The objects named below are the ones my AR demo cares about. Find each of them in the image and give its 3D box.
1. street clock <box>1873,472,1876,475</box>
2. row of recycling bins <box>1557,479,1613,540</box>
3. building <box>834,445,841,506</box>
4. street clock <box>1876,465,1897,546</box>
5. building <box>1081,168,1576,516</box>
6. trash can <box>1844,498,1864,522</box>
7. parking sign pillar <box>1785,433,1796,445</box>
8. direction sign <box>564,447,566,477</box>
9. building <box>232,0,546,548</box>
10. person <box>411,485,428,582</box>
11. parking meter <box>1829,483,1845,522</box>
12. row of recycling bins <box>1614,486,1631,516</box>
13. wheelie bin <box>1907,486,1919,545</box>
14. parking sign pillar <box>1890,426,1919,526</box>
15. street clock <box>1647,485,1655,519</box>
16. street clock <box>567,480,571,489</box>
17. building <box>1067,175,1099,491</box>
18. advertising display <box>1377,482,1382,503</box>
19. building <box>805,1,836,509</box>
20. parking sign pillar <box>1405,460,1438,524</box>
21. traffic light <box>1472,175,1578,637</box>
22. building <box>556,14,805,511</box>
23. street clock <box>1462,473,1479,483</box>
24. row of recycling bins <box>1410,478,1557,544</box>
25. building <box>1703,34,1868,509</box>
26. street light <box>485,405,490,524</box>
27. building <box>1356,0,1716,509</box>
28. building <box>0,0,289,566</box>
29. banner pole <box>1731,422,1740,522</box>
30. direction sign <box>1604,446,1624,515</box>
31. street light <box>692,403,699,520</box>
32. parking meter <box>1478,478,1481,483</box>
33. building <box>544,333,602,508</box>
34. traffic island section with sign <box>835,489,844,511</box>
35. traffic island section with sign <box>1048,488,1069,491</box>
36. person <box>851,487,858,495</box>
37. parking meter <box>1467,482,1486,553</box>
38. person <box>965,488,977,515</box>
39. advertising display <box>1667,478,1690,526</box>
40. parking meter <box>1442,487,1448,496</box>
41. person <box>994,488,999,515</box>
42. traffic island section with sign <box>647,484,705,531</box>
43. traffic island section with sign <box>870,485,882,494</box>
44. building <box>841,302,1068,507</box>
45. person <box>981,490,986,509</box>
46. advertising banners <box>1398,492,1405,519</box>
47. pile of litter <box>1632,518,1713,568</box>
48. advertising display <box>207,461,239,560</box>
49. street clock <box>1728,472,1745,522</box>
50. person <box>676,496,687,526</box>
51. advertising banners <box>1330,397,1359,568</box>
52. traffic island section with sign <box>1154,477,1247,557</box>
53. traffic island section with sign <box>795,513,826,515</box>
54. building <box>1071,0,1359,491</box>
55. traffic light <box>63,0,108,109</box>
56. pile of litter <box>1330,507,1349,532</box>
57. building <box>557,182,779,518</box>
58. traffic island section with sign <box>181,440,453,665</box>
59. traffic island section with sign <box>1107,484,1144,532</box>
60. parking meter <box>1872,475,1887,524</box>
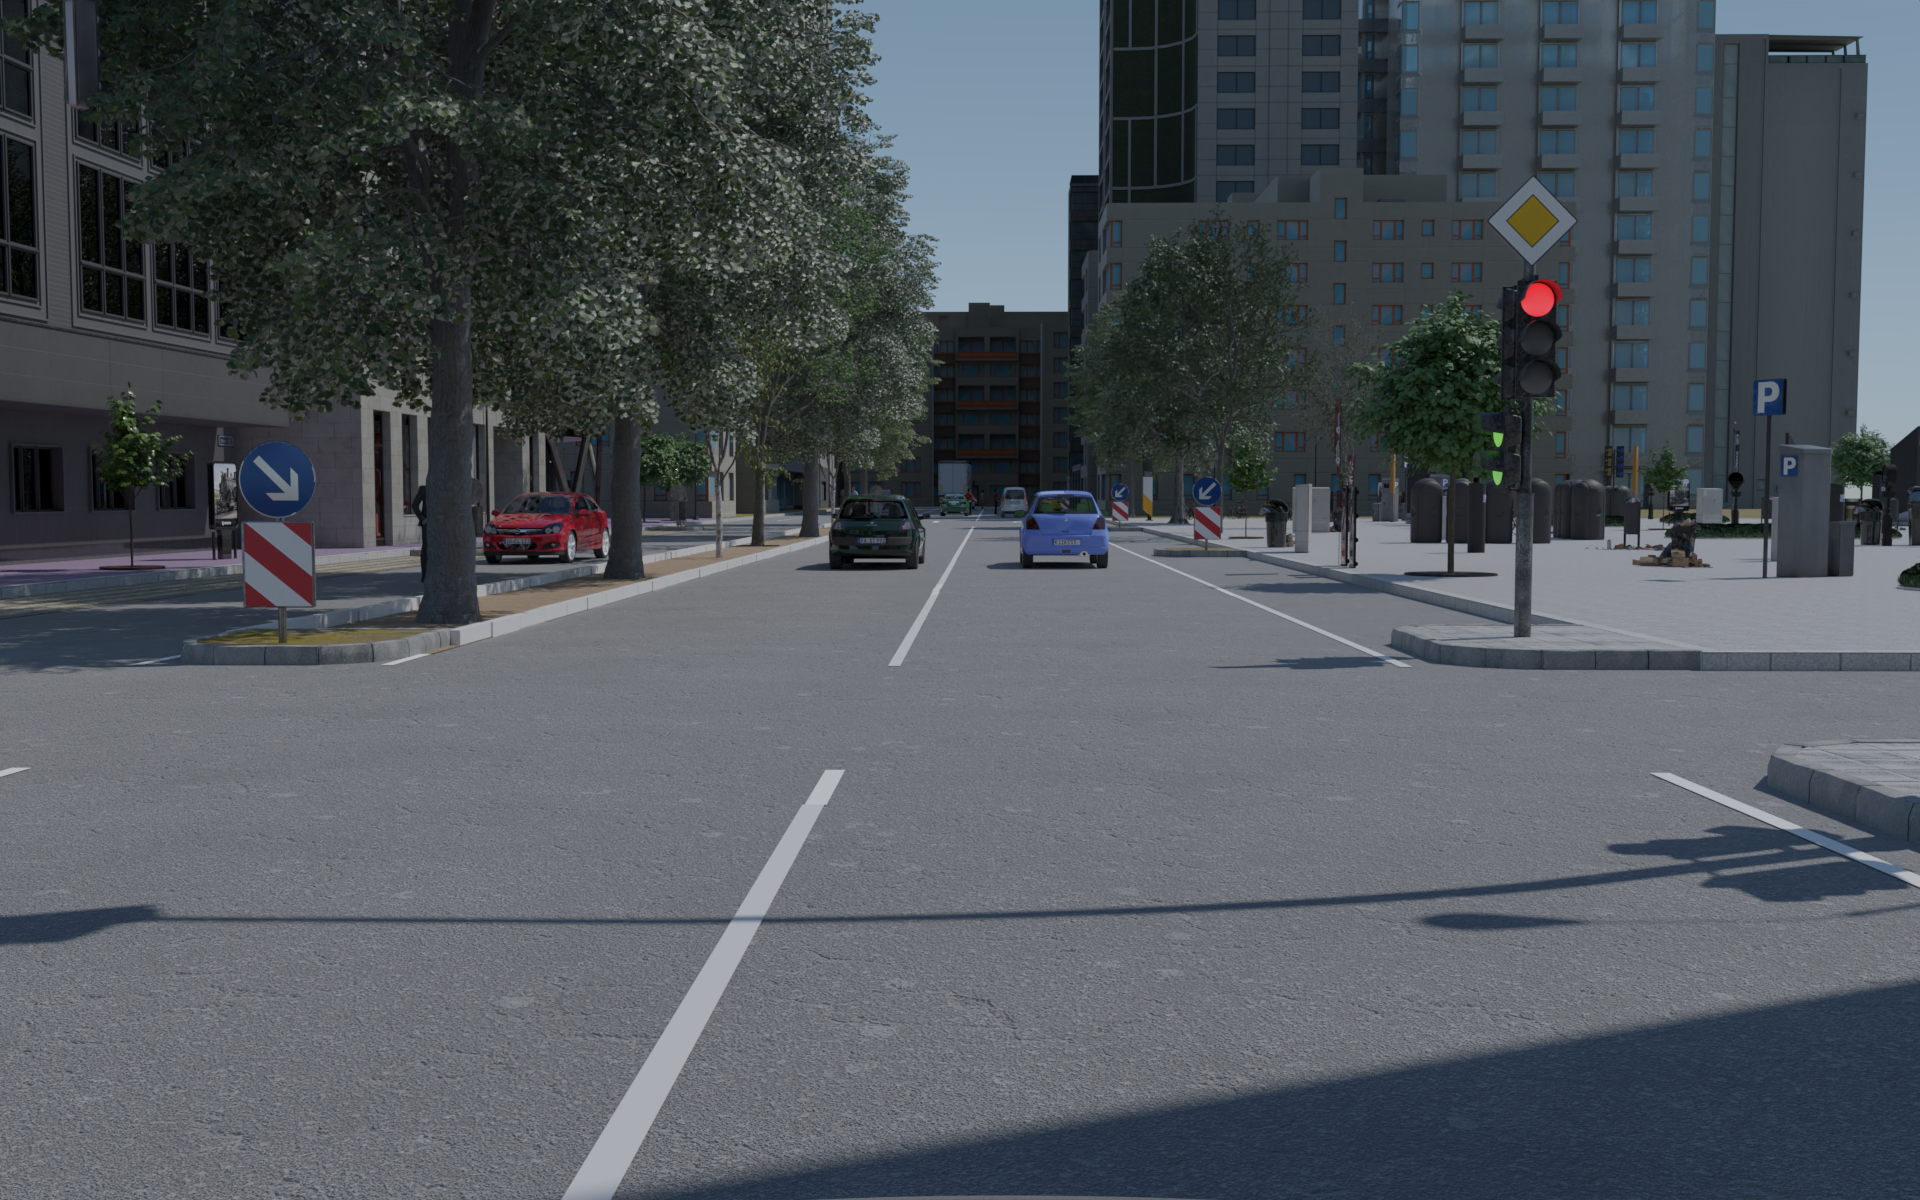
[{"bbox_3d":[28.429,-2.990,53.459,0.358,2.002,0.471,-2,4,-33],"label":"street clock"},{"bbox_3d":[17.751,-2.613,49.829,1.069,1.692,3.534,1,4,9],"label":"row of recycling bins"},{"bbox_3d":[-27.002,-21.026,188.812,28.899,21.520,27.650,0,4,1],"label":"building"},{"bbox_3d":[22.845,-2.328,42.625,0.358,2.002,0.471,1,4,13],"label":"street clock"},{"bbox_3d":[22.806,-16.652,117.298,27.650,21.520,28.899,0,4,1],"label":"building"},{"bbox_3d":[30.070,-2.863,58.458,0.748,1.137,0.748,0,3,0],"label":"trash can"},{"bbox_3d":[36.914,-5.386,76.526,1.447,3.967,1.447,-3,5,-41],"label":"parking sign pillar"},{"bbox_3d":[-19.232,-5.649,84.360,0.379,3.537,0.876,-1,4,-9],"label":"direction sign"},{"bbox_3d":[-19.118,-11.868,48.787,10.420,20.320,16.860,0,4,1],"label":"building"},{"bbox_3d":[-8.576,-1.250,28.299,0.474,1.900,0.648,2,4,32],"label":"person"},{"bbox_3d":[20.637,-1.983,40.838,0.372,1.533,0.369,0,3,0],"label":"parking meter"},{"bbox_3d":[32.337,-4.835,86.168,1.069,1.692,3.534,0,4,-3],"label":"row of recycling bins"},{"bbox_3d":[24.053,-2.164,43.287,0.693,1.594,0.980,1,4,20],"label":"wheelie bin"},{"bbox_3d":[37.848,-4.939,69.230,1.447,3.967,1.447,-1,4,-18],"label":"parking sign pillar"},{"bbox_3d":[35.065,-5.095,87.875,0.471,2.002,0.358,-2,4,-34],"label":"street clock"},{"bbox_3d":[-20.175,-5.177,89.213,0.358,2.002,0.471,-1,4,-20],"label":"street clock"},{"bbox_3d":[16.832,-23.699,159.177,14.160,30.474,14.107,0,4,1],"label":"building"},{"bbox_3d":[21.820,-5.175,89.825,0.123,1.923,0.974,0,4,0],"label":"advertising display"},{"bbox_3d":[-22.485,-43.893,155.895,20.611,71.187,20.563,0,4,1],"label":"building"},{"bbox_3d":[19.965,-5.269,74.613,1.447,3.967,1.447,3,4,38],"label":"parking sign pillar"},{"bbox_3d":[5.037,-1.623,15.456,0.839,4.253,0.868,0,4,1],"label":"traffic light"},{"bbox_3d":[-23.328,-30.973,130.111,21.300,48.544,21.600,0,4,1],"label":"building"},{"bbox_3d":[15.155,-2.867,51.443,0.471,2.002,0.358,-2,4,-31],"label":"street clock"},{"bbox_3d":[13.614,-2.335,45.296,3.534,1.692,1.069,1,4,12],"label":"row of recycling bins"},{"bbox_3d":[71.840,-29.009,157.890,14.086,41.232,14.154,0,4,1],"label":"building"},{"bbox_3d":[-13.282,-4.774,50.592,1.470,5.913,1.316,0,4,1],"label":"street light"},{"bbox_3d":[49.484,-32.639,153.252,30.456,49.044,23.786,0,4,1],"label":"building"},{"bbox_3d":[-22.504,-14.328,27.766,14.314,27.812,24.014,0,4,1],"label":"building"},{"bbox_3d":[26.932,-4.291,60.179,0.401,3.779,0.863,0,4,8],"label":"banner pole"},{"bbox_3d":[30.849,-5.488,81.725,0.876,3.537,0.379,2,4,34],"label":"direction sign"},{"bbox_3d":[-12.543,-6.914,85.578,1.470,5.913,1.316,0,4,1],"label":"street light"},{"bbox_3d":[18.483,-3.456,62.212,0.399,1.863,0.255,2,4,32],"label":"parking meter"},{"bbox_3d":[-22.565,-12.133,65.830,16.820,18.784,16.811,0,4,1],"label":"building"},{"bbox_3d":[-9.648,-8.348,145.118,1.989,1.847,2.006,0,4,1],"label":"traffic island section with sign"},{"bbox_3d":[6.958,-6.647,117.306,1.989,1.847,2.006,0,4,1],"label":"traffic island section with sign"},{"bbox_3d":[-6.285,-5.663,100.956,0.599,1.838,0.709,-3,5,-41],"label":"person"},{"bbox_3d":[11.283,-1.799,37.823,0.372,1.533,0.369,0,3,0],"label":"parking meter"},{"bbox_3d":[0.648,-6.608,116.475,0.705,1.831,1.348,-3,4,-36],"label":"person"},{"bbox_3d":[28.974,-3.953,69.844,0.974,1.923,0.123,-1,4,-16],"label":"advertising display"},{"bbox_3d":[15.277,-2.809,54.336,0.372,1.533,0.369,0,3,0],"label":"parking meter"},{"bbox_3d":[2.557,-6.914,121.485,0.705,1.831,1.348,0,4,-2],"label":"person"},{"bbox_3d":[-11.071,-3.618,67.790,1.989,1.847,2.006,0,4,1],"label":"traffic island section with sign"},{"bbox_3d":[-4.430,-5.041,90.556,2.006,1.907,1.989,0,4,1],"label":"traffic island section with sign"},{"bbox_3d":[2.968,-20.994,188.285,28.899,21.520,27.650,0,4,1],"label":"building"},{"bbox_3d":[2.168,-9.453,163.061,0.705,1.824,1.348,-1,4,-17],"label":"person"},{"bbox_3d":[23.248,-5.646,88.501,2.074,3.025,0.090,2,4,26],"label":"advertising banners"},{"bbox_3d":[12.662,-1.028,30.780,1.176,0.858,1.719,0,4,3],"label":"pile of litter"},{"bbox_3d":[-14.468,-1.762,34.024,0.123,1.923,0.974,0,4,4],"label":"advertising display"},{"bbox_3d":[25.171,-3.157,56.179,0.471,2.002,0.358,3,4,37],"label":"street clock"},{"bbox_3d":[-11.553,-3.829,71.653,0.519,1.759,0.362,1,4,17],"label":"person"},{"bbox_3d":[6.853,-2.116,30.784,0.090,3.025,2.074,0,4,2],"label":"advertising banners"},{"bbox_3d":[5.529,-1.929,40.163,1.989,1.847,2.006,0,4,1],"label":"traffic island section with sign"},{"bbox_3d":[-10.147,-6.686,117.944,1.989,1.847,2.006,0,4,1],"label":"traffic island section with sign"},{"bbox_3d":[19.911,-42.954,140.548,20.563,71.187,20.611,0,4,1],"label":"building"},{"bbox_3d":[-10.229,-2.513,15.756,4.771,5.953,1.251,0,4,1],"label":"traffic light"},{"bbox_3d":[12.582,-2.721,58.449,1.719,0.858,1.176,-1,4,-15],"label":"pile of litter"},{"bbox_3d":[-26.682,-15.948,105.791,27.650,21.520,28.899,0,4,1],"label":"building"},{"bbox_3d":[-5.810,-0.446,15.430,2.006,1.907,1.989,0,4,1],"label":"traffic island section with sign"},{"bbox_3d":[6.040,-3.577,67.114,1.989,1.847,2.006,0,4,1],"label":"traffic island section with sign"},{"bbox_3d":[27.615,-2.833,52.038,0.399,1.863,0.255,-2,4,-25],"label":"parking meter"}]
